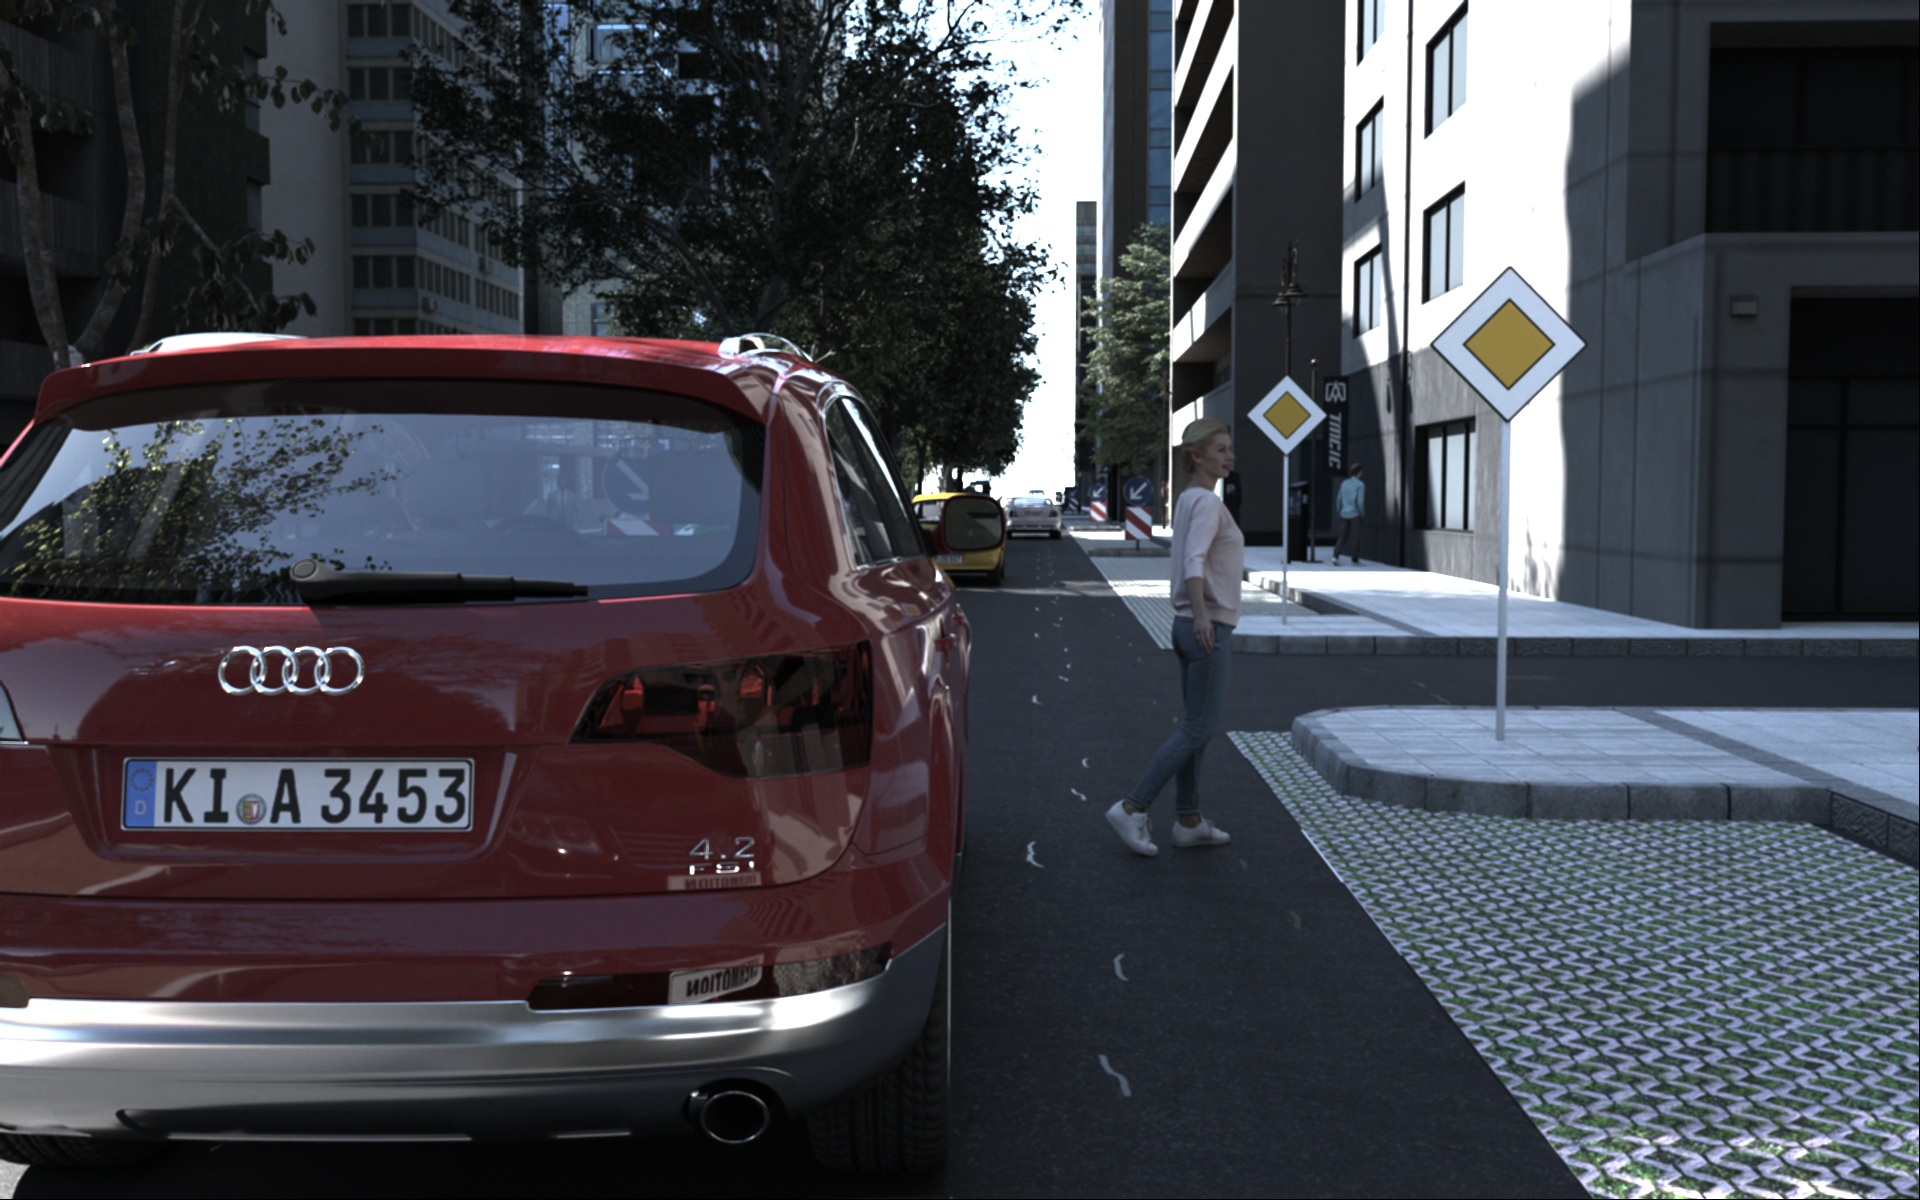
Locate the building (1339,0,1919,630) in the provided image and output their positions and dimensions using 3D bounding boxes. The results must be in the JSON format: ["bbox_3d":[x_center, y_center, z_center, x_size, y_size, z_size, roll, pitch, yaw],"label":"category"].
[{"bbox_3d":[17.732,-35.823,23.958,20.611,71.187,20.563,0,4,3],"label":"building"}]

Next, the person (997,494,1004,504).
[{"bbox_3d":[3.748,-9.052,159.740,0.697,1.427,0.421,3,4,36],"label":"person"}]

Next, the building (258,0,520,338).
[{"bbox_3d":[-29.636,-22.602,61.425,32.217,40.220,23.993,0,4,3],"label":"building"}]

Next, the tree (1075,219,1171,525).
[{"bbox_3d":[8.643,-9.407,71.932,7.486,12.596,7.792,0,3,0],"label":"tree"}]

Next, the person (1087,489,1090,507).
[{"bbox_3d":[13.099,-10.377,175.794,0.705,1.814,1.350,0,4,5],"label":"person"}]

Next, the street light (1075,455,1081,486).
[{"bbox_3d":[13.297,-13.374,191.447,0.468,5.910,1.993,0,4,3],"label":"street light"}]

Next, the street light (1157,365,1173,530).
[{"bbox_3d":[7.329,-5.457,62.010,0.468,5.910,1.993,0,4,3],"label":"street light"}]

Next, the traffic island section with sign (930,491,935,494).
[{"bbox_3d":[-3.588,-13.325,226.485,1.989,1.847,2.006,0,4,3],"label":"traffic island section with sign"}]

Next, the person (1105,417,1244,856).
[{"bbox_3d":[0.876,0.137,6.932,0.598,1.740,0.731,-1,4,-14],"label":"person"}]

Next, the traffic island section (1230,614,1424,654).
[{"bbox_3d":[3.225,0.324,16.989,2.009,0.180,2.903,0,4,3],"label":"traffic island section"}]

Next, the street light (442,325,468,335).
[{"bbox_3d":[-13.787,-4.568,47.475,0.468,5.910,1.993,0,4,3],"label":"street light"}]

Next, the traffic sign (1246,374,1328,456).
[{"bbox_3d":[3.201,-0.900,16.907,0.795,2.593,0.064,0,4,3],"label":"traffic sign"}]

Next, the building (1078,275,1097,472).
[{"bbox_3d":[22.650,-27.959,228.831,14.160,30.474,14.107,0,4,3],"label":"building"}]

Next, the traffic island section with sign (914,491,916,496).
[{"bbox_3d":[-4.853,-11.639,198.923,1.989,1.847,2.006,0,4,3],"label":"traffic island section with sign"}]

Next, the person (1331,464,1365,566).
[{"bbox_3d":[6.931,-1.518,30.881,0.620,1.820,0.660,-3,4,-38],"label":"person"}]

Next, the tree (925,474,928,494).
[{"bbox_3d":[-3.743,-24.264,252.607,12.611,20.169,13.585,0,3,0],"label":"tree"}]

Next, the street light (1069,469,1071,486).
[{"bbox_3d":[15.998,-16.975,250.326,0.468,5.910,1.993,0,4,3],"label":"street light"}]

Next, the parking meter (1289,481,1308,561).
[{"bbox_3d":[6.482,-1.518,33.225,0.372,1.533,0.369,0,3,0],"label":"parking meter"}]

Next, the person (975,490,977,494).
[{"bbox_3d":[1.151,-7.650,134.301,1.217,1.743,0.721,2,4,30],"label":"person"}]

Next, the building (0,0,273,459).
[{"bbox_3d":[-21.309,-15.684,28.128,14.160,30.474,14.107,0,4,3],"label":"building"}]

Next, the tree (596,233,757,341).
[{"bbox_3d":[-12.971,-10.893,84.755,9.857,13.997,8.962,0,3,0],"label":"tree"}]

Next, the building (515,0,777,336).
[{"bbox_3d":[-22.426,-48.617,107.561,22.319,86.520,31.000,0,4,3],"label":"building"}]

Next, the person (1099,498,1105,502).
[{"bbox_3d":[9.368,-6.599,114.491,0.434,1.755,0.990,0,4,-5],"label":"person"}]

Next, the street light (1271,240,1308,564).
[{"bbox_3d":[6.008,-3.604,31.715,0.468,5.910,1.993,0,4,3],"label":"street light"}]

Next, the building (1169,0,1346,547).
[{"bbox_3d":[17.807,-26.129,50.918,21.300,48.544,21.600,0,4,3],"label":"building"}]

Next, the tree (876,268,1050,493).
[{"bbox_3d":[-0.464,-10.273,77.071,9.857,13.997,8.962,0,3,0],"label":"tree"}]

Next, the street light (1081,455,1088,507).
[{"bbox_3d":[12.203,-11.934,167.909,0.468,5.910,1.993,0,4,3],"label":"street light"}]

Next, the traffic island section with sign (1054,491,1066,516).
[{"bbox_3d":[7.430,-6.524,115.291,1.989,1.847,2.006,0,4,3],"label":"traffic island section with sign"}]

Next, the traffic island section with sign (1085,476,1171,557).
[{"bbox_3d":[3.955,-1.911,39.880,1.989,1.847,2.006,0,4,3],"label":"traffic island section with sign"}]

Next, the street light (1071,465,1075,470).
[{"bbox_3d":[14.707,-15.179,220.957,0.468,5.910,1.993,0,4,3],"label":"street light"}]

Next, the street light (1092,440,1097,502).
[{"bbox_3d":[10.786,-10.138,138.546,0.468,5.910,1.993,0,4,3],"label":"street light"}]

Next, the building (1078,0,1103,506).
[{"bbox_3d":[24.960,-47.187,209.765,20.563,71.187,20.611,0,4,3],"label":"building"}]

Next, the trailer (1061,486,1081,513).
[{"bbox_3d":[8.105,-7.320,126.731,1.471,1.999,3.904,0,4,3],"label":"trailer"}]

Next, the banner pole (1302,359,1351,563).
[{"bbox_3d":[6.817,-2.582,32.231,0.863,3.779,0.401,1,4,18],"label":"banner pole"}]

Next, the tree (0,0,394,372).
[{"bbox_3d":[-3.792,-3.318,7.068,4.360,8.622,3.978,0,3,0],"label":"tree"}]

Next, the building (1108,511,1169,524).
[{"bbox_3d":[13.965,-26.438,82.372,14.600,45.320,14.200,0,4,3],"label":"building"}]

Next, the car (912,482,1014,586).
[{"bbox_3d":[-0.130,-1.123,28.587,2.015,1.641,3.980,0,4,3],"label":"car"}]

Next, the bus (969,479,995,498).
[{"bbox_3d":[2.684,-13.219,210.982,2.948,3.499,13.247,0,4,3],"label":"bus"}]

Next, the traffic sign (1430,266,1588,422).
[{"bbox_3d":[2.833,-0.412,8.931,0.795,2.593,0.064,0,4,3],"label":"traffic sign"}]

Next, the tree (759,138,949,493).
[{"bbox_3d":[-2.210,-5.047,35.343,4.737,8.622,4.395,0,3,0],"label":"tree"}]

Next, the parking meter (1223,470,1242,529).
[{"bbox_3d":[6.195,-2.063,39.447,0.399,1.863,0.255,1,4,19],"label":"parking meter"}]

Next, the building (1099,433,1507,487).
[{"bbox_3d":[27.672,-27.408,140.008,32.217,40.220,23.993,0,4,3],"label":"building"}]

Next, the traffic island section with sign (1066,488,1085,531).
[{"bbox_3d":[5.193,-3.558,66.807,1.989,1.847,2.006,0,4,3],"label":"traffic island section with sign"}]

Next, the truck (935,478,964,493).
[{"bbox_3d":[-1.065,-13.043,209.177,3.469,3.379,9.791,0,4,3],"label":"truck"}]

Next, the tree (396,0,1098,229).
[{"bbox_3d":[-2.691,-5.092,20.130,8.767,10.594,7.601,0,4,3],"label":"tree"}]

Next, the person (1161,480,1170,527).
[{"bbox_3d":[8.111,-3.769,67.640,0.580,1.828,0.573,1,4,19],"label":"person"}]

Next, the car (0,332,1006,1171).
[{"bbox_3d":[-0.994,0.211,5.226,2.281,1.827,5.304,0,4,1],"label":"car"}]

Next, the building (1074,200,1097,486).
[{"bbox_3d":[22.997,-34.188,242.572,14.154,41.232,14.086,0,4,3],"label":"building"}]

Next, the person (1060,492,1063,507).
[{"bbox_3d":[11.240,-11.131,191.417,0.530,1.710,0.541,0,4,4],"label":"person"}]

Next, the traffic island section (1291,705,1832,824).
[{"bbox_3d":[2.857,0.812,9.012,2.009,0.180,2.903,0,4,3],"label":"traffic island section"}]

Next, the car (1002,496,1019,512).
[{"bbox_3d":[2.509,-3.620,71.551,2.083,1.381,4.827,0,4,3],"label":"car"}]

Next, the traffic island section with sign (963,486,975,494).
[{"bbox_3d":[0.454,-5.129,91.995,2.006,1.907,1.989,0,4,3],"label":"traffic island section with sign"}]

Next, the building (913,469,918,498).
[{"bbox_3d":[-13.055,-35.898,237.034,14.600,45.320,14.200,0,4,3],"label":"building"}]

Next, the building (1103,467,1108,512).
[{"bbox_3d":[23.895,-16.462,114.190,27.650,21.520,28.899,0,4,3],"label":"building"}]

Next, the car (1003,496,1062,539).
[{"bbox_3d":[2.341,-2.728,56.960,2.083,1.381,4.827,0,4,1],"label":"car"}]

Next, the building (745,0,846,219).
[{"bbox_3d":[-23.522,-33.565,138.021,28.713,52.752,27.495,0,4,3],"label":"building"}]

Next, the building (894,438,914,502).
[{"bbox_3d":[-13.458,-32.938,222.131,14.154,41.232,14.086,0,4,3],"label":"building"}]

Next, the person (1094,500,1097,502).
[{"bbox_3d":[10.818,-7.866,135.461,0.742,1.727,0.445,-2,4,-28],"label":"person"}]

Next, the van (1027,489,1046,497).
[{"bbox_3d":[6.133,-8.072,138.990,2.013,2.044,4.112,0,4,3],"label":"van"}]

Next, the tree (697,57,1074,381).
[{"bbox_3d":[-1.886,-7.669,44.846,9.611,12.733,9.660,0,3,0],"label":"tree"}]
